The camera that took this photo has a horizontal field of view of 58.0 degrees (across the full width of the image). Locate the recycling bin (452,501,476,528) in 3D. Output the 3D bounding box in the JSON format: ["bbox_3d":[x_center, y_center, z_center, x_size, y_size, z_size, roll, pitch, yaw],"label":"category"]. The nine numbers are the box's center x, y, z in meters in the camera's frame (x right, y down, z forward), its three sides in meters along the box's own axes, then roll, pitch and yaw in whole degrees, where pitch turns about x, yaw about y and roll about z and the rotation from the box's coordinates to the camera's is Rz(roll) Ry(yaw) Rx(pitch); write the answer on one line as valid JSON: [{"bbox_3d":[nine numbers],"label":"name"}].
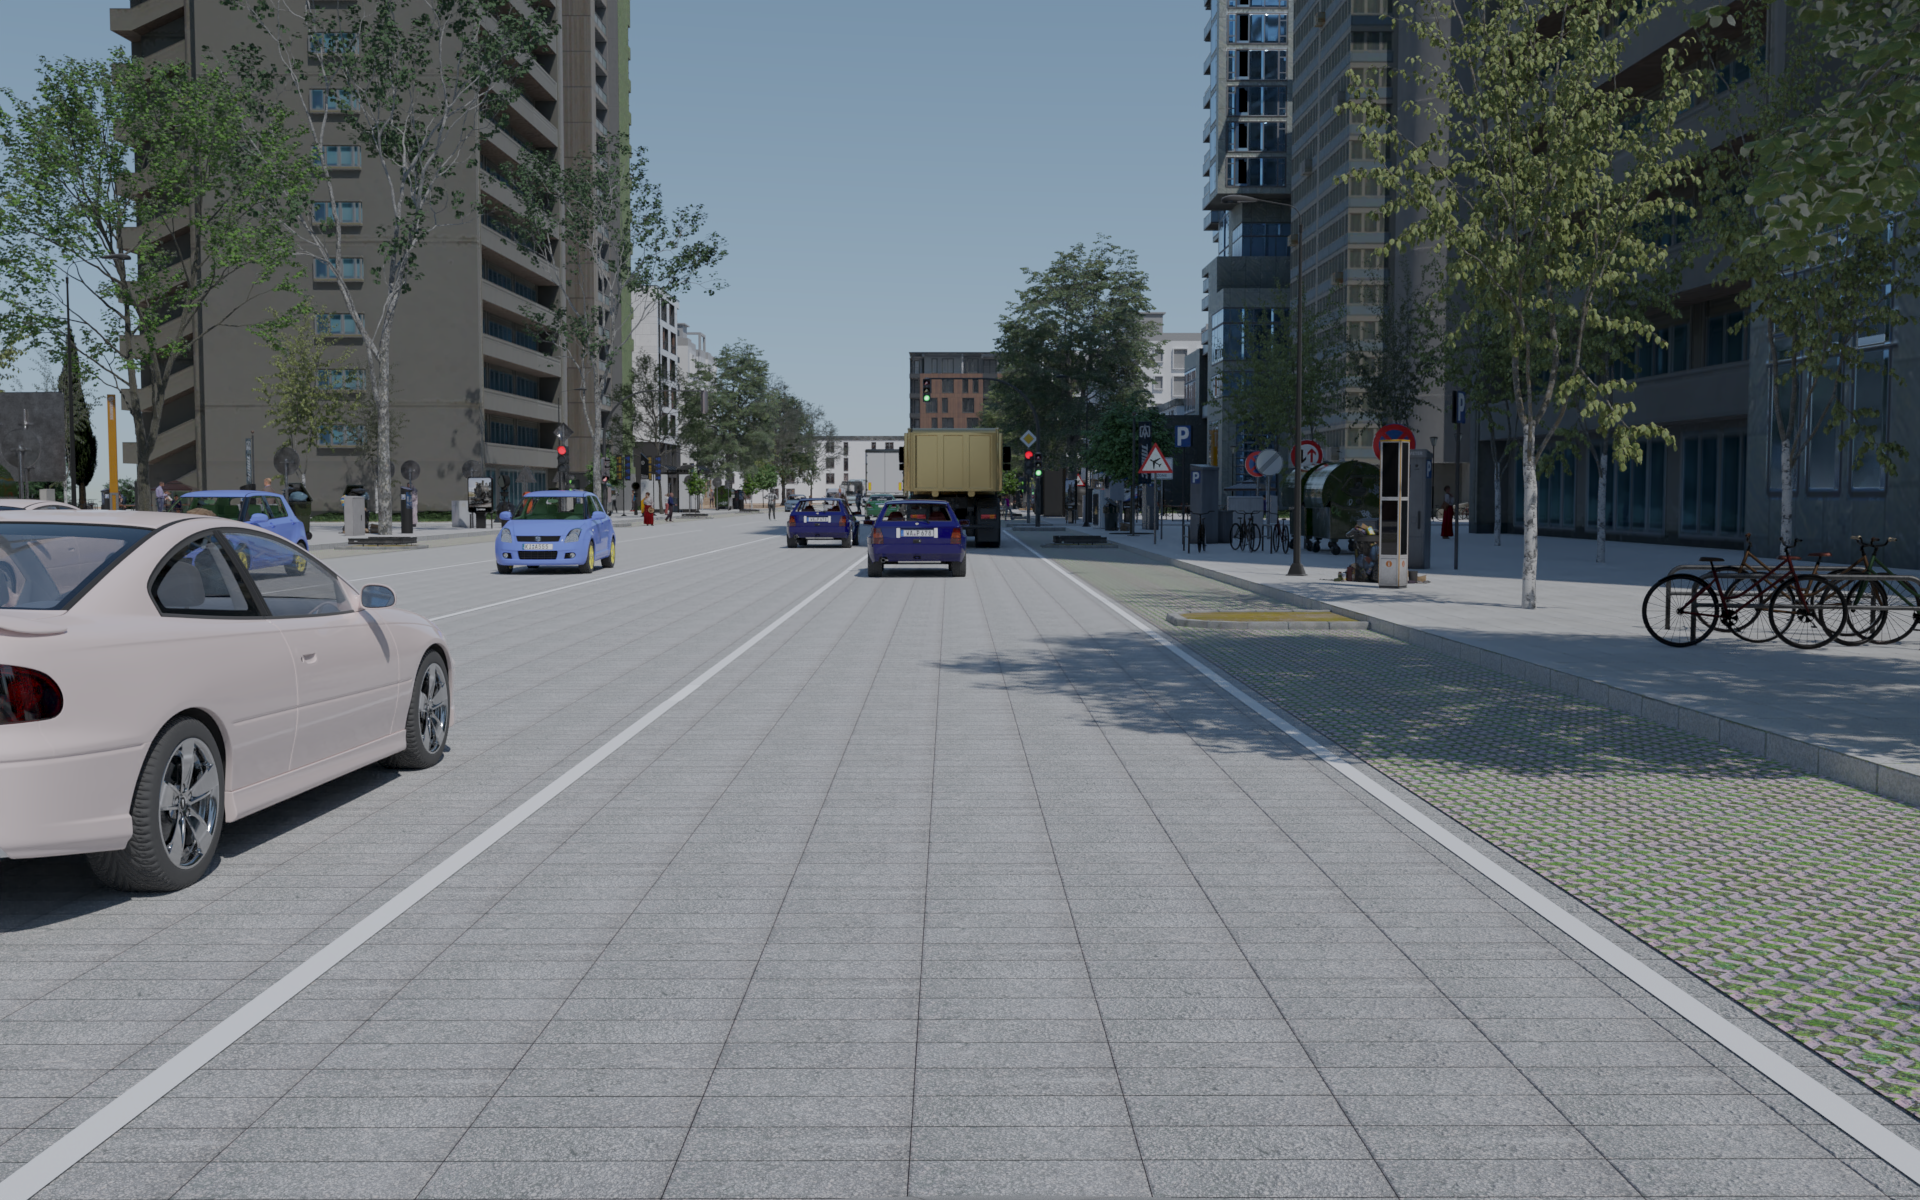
[{"bbox_3d":[-19.103,-3.314,66.731,0.722,1.027,0.722,-3,5,-40],"label":"recycling bin"}]

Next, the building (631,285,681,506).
[{"bbox_3d":[-43.462,-19.766,167.156,27.936,21.610,32.646,0,4,0],"label":"building"}]

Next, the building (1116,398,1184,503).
[{"bbox_3d":[19.608,-13.694,166.050,9.099,9.664,28.070,0,4,0],"label":"building"}]

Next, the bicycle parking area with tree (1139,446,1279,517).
[{"bbox_3d":[13.968,-7.026,101.883,8.231,4.147,9.016,-1,4,-18],"label":"bicycle parking area with tree"}]

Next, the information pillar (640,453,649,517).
[{"bbox_3d":[-17.882,-6.538,98.255,0.504,3.616,0.183,1,4,15],"label":"information pillar"}]

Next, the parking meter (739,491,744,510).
[{"bbox_3d":[-18.030,-8.221,142.824,0.372,1.533,0.369,0,3,0],"label":"parking meter"}]

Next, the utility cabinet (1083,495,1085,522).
[{"bbox_3d":[6.163,-4.191,79.676,1.020,1.237,0.306,0,4,-2],"label":"utility cabinet"}]

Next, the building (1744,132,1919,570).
[{"bbox_3d":[27.377,-43.115,17.594,22.319,86.520,31.000,0,4,0],"label":"building"}]

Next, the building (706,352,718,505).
[{"bbox_3d":[-35.420,-21.528,208.396,11.380,20.091,16.016,0,4,0],"label":"building"}]

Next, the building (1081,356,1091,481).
[{"bbox_3d":[22.877,-21.619,209.898,16.016,20.091,11.380,0,4,0],"label":"building"}]

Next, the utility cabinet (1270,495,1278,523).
[{"bbox_3d":[13.892,-4.013,76.778,0.306,1.237,1.020,0,4,5],"label":"utility cabinet"}]

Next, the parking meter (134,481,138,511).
[{"bbox_3d":[-36.809,-4.407,77.768,0.255,1.863,0.399,3,4,38],"label":"parking meter"}]

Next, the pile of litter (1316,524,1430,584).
[{"bbox_3d":[6.092,-0.700,25.417,1.176,0.858,1.719,-2,4,-28],"label":"pile of litter"}]

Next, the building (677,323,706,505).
[{"bbox_3d":[-36.888,-20.354,189.211,16.016,20.091,11.380,0,4,0],"label":"building"}]

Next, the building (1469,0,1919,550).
[{"bbox_3d":[27.418,-25.768,45.005,21.300,48.544,21.600,0,4,0],"label":"building"}]

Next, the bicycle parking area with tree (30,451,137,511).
[{"bbox_3d":[-61.675,-8.413,124.556,8.231,4.147,9.016,1,4,12],"label":"bicycle parking area with tree"}]

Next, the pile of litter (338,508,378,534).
[{"bbox_3d":[-19.402,-2.606,56.568,1.719,0.858,1.176,-1,4,-18],"label":"pile of litter"}]

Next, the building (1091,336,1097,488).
[{"bbox_3d":[23.663,-20.863,197.537,16.016,20.091,11.380,0,4,0],"label":"building"}]

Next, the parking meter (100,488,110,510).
[{"bbox_3d":[-37.243,-4.103,75.495,0.372,1.533,0.369,0,3,0],"label":"parking meter"}]

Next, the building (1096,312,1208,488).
[{"bbox_3d":[23.402,-20.134,185.609,16.016,20.091,11.380,0,4,0],"label":"building"}]

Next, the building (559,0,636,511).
[{"bbox_3d":[-32.835,-27.304,130.020,14.154,41.232,14.086,0,4,0],"label":"building"}]

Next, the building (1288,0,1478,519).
[{"bbox_3d":[33.247,-25.161,103.265,23.993,40.220,32.217,0,4,0],"label":"building"}]

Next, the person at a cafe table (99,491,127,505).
[{"bbox_3d":[-63.939,-7.501,131.154,1.698,1.524,1.622,2,4,26],"label":"person at a cafe table"}]

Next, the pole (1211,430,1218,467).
[{"bbox_3d":[8.127,-3.766,55.414,0.158,3.312,0.155,0,3,0],"label":"pole"}]

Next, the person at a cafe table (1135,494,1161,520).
[{"bbox_3d":[9.491,-4.775,86.584,1.622,1.524,1.698,-1,4,-17],"label":"person at a cafe table"}]

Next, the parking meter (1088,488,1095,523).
[{"bbox_3d":[5.854,-4.231,77.595,0.372,1.533,0.369,0,3,0],"label":"parking meter"}]

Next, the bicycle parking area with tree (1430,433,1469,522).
[{"bbox_3d":[23.648,-5.924,83.857,9.016,4.147,8.231,1,4,16],"label":"bicycle parking area with tree"}]

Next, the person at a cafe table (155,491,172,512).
[{"bbox_3d":[-42.086,-5.137,92.500,1.622,1.524,1.698,0,4,5],"label":"person at a cafe table"}]

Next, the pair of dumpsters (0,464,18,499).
[{"bbox_3d":[-18.790,-1.745,31.030,1.574,2.255,4.437,0,4,0],"label":"pair of dumpsters"}]

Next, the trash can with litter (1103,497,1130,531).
[{"bbox_3d":[5.494,-2.982,60.151,1.055,1.170,0.624,2,4,26],"label":"trash can with litter"}]

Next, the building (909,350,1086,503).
[{"bbox_3d":[8.922,-25.411,259.451,32.646,21.610,27.936,0,4,0],"label":"building"}]

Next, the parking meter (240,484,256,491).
[{"bbox_3d":[-17.606,-2.107,42.861,0.372,1.533,0.369,0,3,0],"label":"parking meter"}]

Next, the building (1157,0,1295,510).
[{"bbox_3d":[27.302,-50.215,133.679,22.319,86.520,31.000,0,4,0],"label":"building"}]

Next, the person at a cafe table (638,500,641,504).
[{"bbox_3d":[-26.876,-8.666,150.206,1.622,1.524,1.698,-2,4,-29],"label":"person at a cafe table"}]

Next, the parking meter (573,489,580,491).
[{"bbox_3d":[-18.774,-4.677,84.887,0.372,1.533,0.369,0,3,0],"label":"parking meter"}]

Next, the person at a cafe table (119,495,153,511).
[{"bbox_3d":[-42.505,-4.747,88.468,1.726,1.238,1.698,0,4,2],"label":"person at a cafe table"}]

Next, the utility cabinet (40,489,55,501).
[{"bbox_3d":[-40.067,-4.120,76.034,0.318,1.500,1.173,-1,4,-12],"label":"utility cabinet"}]

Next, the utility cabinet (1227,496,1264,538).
[{"bbox_3d":[8.310,-2.404,50.460,1.020,1.237,0.306,0,4,0],"label":"utility cabinet"}]

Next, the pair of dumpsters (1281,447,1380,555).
[{"bbox_3d":[8.271,-2.183,38.192,1.574,2.255,4.437,0,3,0],"label":"pair of dumpsters"}]

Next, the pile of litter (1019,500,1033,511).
[{"bbox_3d":[5.199,-7.419,135.267,1.176,0.858,1.719,-1,4,-11],"label":"pile of litter"}]

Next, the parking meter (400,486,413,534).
[{"bbox_3d":[-17.950,-2.922,56.189,0.372,1.533,0.369,0,3,0],"label":"parking meter"}]

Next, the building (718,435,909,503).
[{"bbox_3d":[-21.383,-18.834,250.080,28.070,9.664,9.099,0,4,0],"label":"building"}]

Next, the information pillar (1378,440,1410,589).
[{"bbox_3d":[5.898,-1.165,23.537,0.304,2.012,0.304,3,4,37],"label":"information pillar"}]

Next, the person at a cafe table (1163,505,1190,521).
[{"bbox_3d":[10.914,-4.491,81.937,1.622,1.524,1.698,-3,4,-36],"label":"person at a cafe table"}]

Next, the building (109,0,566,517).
[{"bbox_3d":[-36.953,-29.375,103.979,21.300,48.544,21.600,0,4,0],"label":"building"}]

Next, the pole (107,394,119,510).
[{"bbox_3d":[-17.340,-2.547,35.482,0.158,3.312,0.155,0,3,0],"label":"pole"}]

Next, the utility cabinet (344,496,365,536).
[{"bbox_3d":[-18.599,-2.573,53.231,0.306,1.237,1.020,0,4,0],"label":"utility cabinet"}]
